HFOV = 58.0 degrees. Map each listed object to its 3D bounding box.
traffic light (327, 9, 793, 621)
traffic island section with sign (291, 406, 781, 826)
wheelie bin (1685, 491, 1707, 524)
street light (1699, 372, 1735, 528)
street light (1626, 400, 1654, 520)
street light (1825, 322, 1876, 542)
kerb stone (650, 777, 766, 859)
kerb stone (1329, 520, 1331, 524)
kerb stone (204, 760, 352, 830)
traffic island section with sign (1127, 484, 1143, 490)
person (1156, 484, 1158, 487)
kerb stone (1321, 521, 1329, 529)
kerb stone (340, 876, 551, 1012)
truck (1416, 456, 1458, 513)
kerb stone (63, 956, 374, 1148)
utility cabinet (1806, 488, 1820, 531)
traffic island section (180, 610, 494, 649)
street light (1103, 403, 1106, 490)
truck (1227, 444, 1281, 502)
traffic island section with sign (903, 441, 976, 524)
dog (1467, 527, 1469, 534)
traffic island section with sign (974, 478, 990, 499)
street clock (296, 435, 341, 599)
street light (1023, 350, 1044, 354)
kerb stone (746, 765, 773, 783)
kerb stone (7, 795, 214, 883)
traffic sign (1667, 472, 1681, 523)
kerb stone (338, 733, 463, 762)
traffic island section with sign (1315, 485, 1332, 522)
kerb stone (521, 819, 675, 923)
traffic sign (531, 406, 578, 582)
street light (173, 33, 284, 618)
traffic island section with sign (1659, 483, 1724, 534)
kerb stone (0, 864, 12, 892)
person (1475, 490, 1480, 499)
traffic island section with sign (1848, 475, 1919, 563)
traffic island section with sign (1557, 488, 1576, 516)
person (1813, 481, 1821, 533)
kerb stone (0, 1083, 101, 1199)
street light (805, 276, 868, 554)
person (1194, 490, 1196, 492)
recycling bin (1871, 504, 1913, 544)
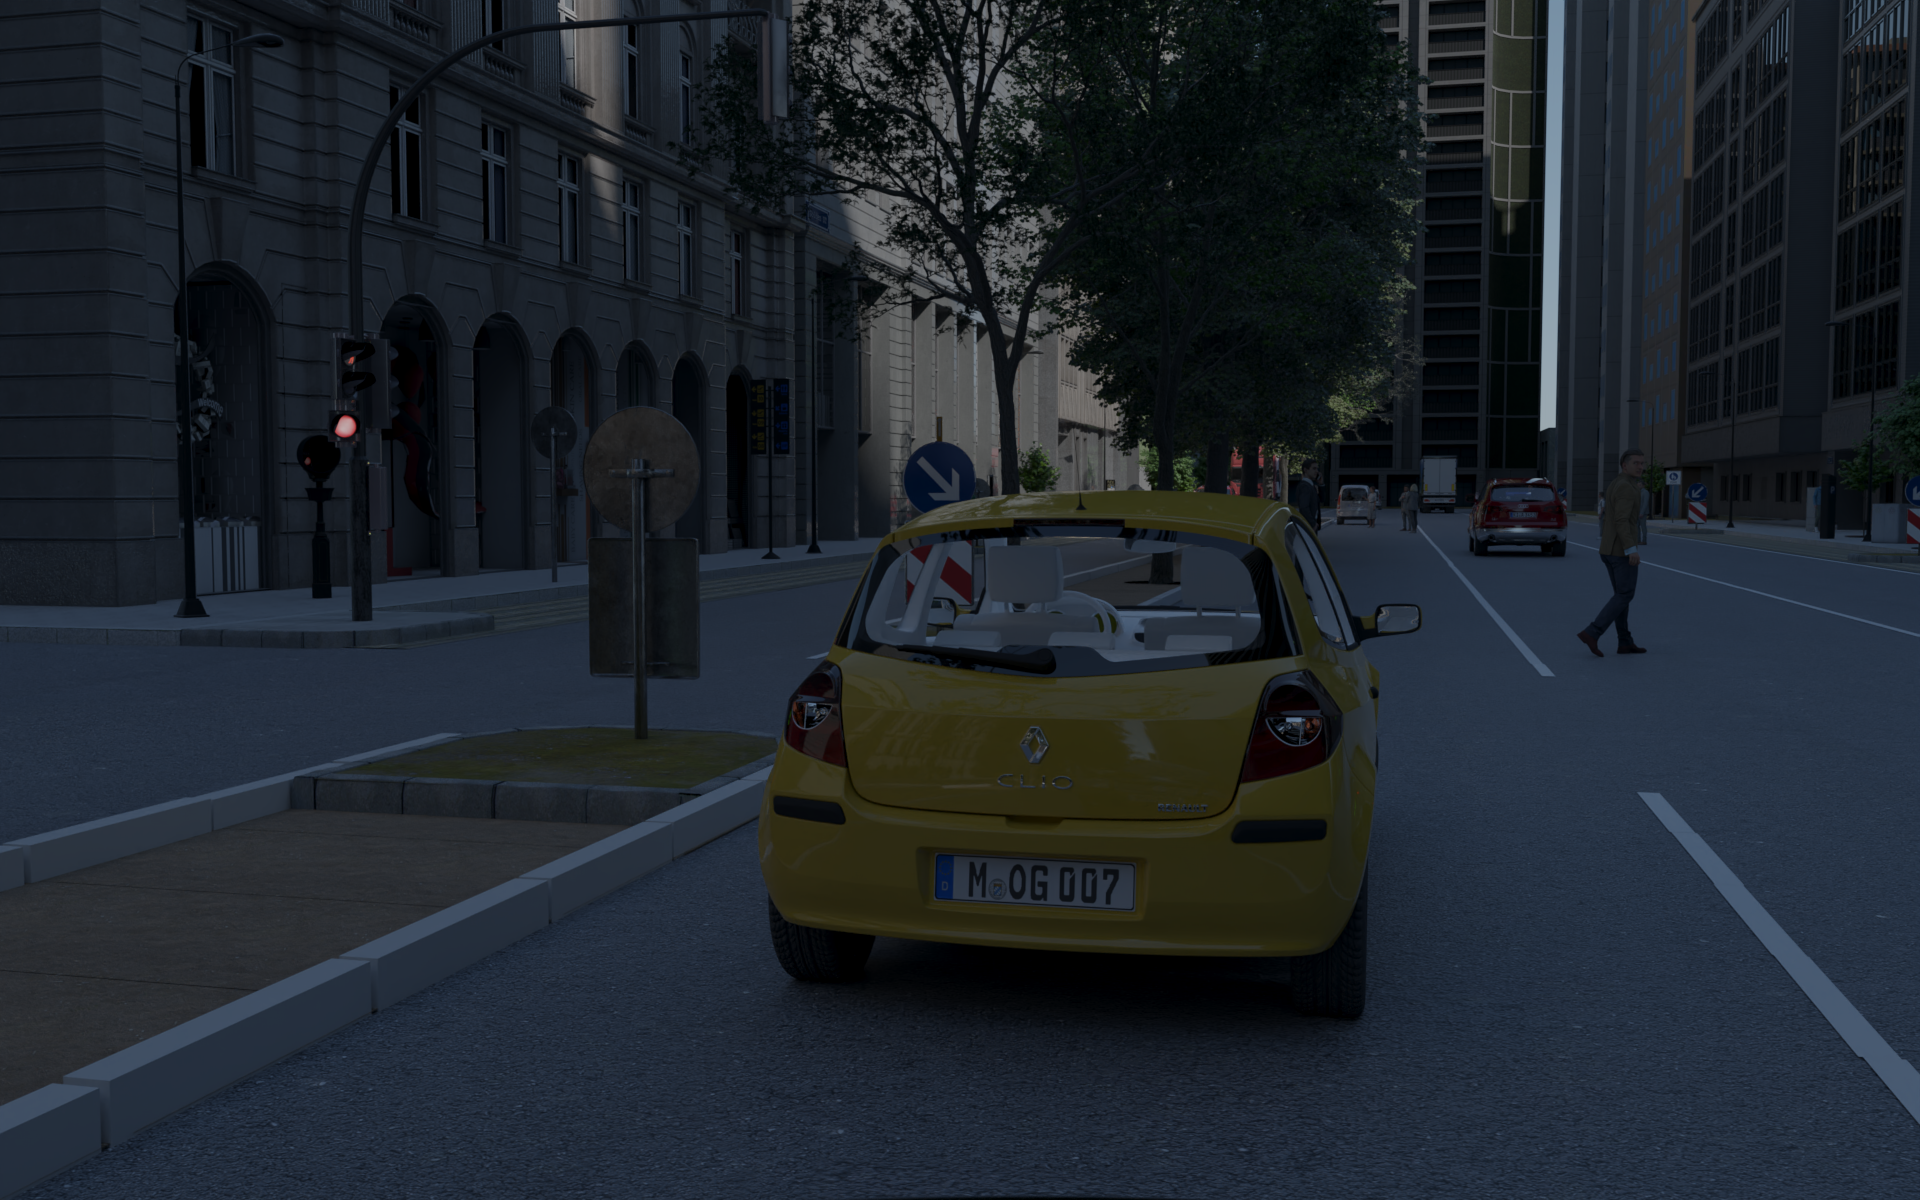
[{"bbox_3d":[-3.983,-2.584,16.920,4.771,5.953,1.251,1,4,14],"label":"traffic light"},{"bbox_3d":[-1.819,-0.022,8.498,2.006,1.907,1.989,1,4,14],"label":"traffic island section with sign"},{"bbox_3d":[31.420,-4.043,74.014,0.980,1.594,0.693,-3,5,-42],"label":"wheelie bin"},{"bbox_3d":[28.751,-5.702,65.766,1.470,5.913,1.316,1,4,14],"label":"street light"},{"bbox_3d":[33.414,-6.883,85.073,1.470,5.913,1.316,1,4,14],"label":"street light"},{"bbox_3d":[23.975,-4.534,46.668,1.470,5.913,1.316,1,4,14],"label":"street light"},{"bbox_3d":[-1.058,0.913,7.274,0.120,0.150,1.000,1,4,14],"label":"kerb stone"},{"bbox_3d":[16.610,-3.442,78.473,0.120,0.150,1.000,1,4,14],"label":"kerb stone"},{"bbox_3d":[-3.094,0.888,7.822,0.120,0.150,1.000,1,4,14],"label":"kerb stone"},{"bbox_3d":[6.918,-3.660,68.474,1.989,1.847,2.006,1,4,14],"label":"traffic island section with sign"},{"bbox_3d":[10.721,-5.333,93.237,0.705,1.824,1.348,2,4,24],"label":"person"},{"bbox_3d":[16.113,-3.320,76.477,0.120,0.150,1.000,1,4,14],"label":"kerb stone"},{"bbox_3d":[-1.547,1.035,5.286,0.120,0.150,1.000,1,4,14],"label":"kerb stone"},{"bbox_3d":[36.374,-8.757,132.085,2.839,4.237,11.283,1,4,13],"label":"truck"},{"bbox_3d":[-1.797,1.095,4.288,0.120,0.150,1.000,1,4,14],"label":"kerb stone"},{"bbox_3d":[29.218,-3.079,59.026,0.318,1.500,1.173,3,5,44],"label":"utility cabinet"},{"bbox_3d":[-6.071,0.290,17.533,2.009,0.180,2.903,1,4,14],"label":"traffic island section"},{"bbox_3d":[6.828,-6.286,75.322,1.470,5.913,1.316,1,4,14],"label":"street light"},{"bbox_3d":[16.643,-6.587,96.615,2.839,4.237,11.283,1,4,14],"label":"truck"},{"bbox_3d":[-0.025,-0.462,15.686,2.006,1.907,1.989,1,4,14],"label":"traffic island section with sign"},{"bbox_3d":[18.707,-2.819,62.928,0.513,0.831,0.800,1,4,21],"label":"dog"},{"bbox_3d":[0.344,-2.041,42.002,1.989,1.847,2.006,1,4,14],"label":"traffic island section with sign"},{"bbox_3d":[-7.858,-1.021,21.270,0.471,2.002,0.358,-3,4,-36],"label":"street clock"},{"bbox_3d":[2.026,-5.119,56.239,1.470,5.913,1.316,1,4,14],"label":"street light"},{"bbox_3d":[-0.810,0.852,8.266,0.120,0.150,1.000,1,4,14],"label":"kerb stone"},{"bbox_3d":[-3.333,0.940,6.827,0.120,0.150,1.000,1,4,14],"label":"kerb stone"},{"bbox_3d":[31.696,-4.578,76.972,0.606,2.300,0.079,1,4,21],"label":"traffic sign"},{"bbox_3d":[-2.845,0.821,8.818,0.120,0.150,1.000,1,4,14],"label":"kerb stone"},{"bbox_3d":[18.063,-4.923,88.623,2.006,1.907,1.989,1,4,14],"label":"traffic island section with sign"},{"bbox_3d":[-1.301,0.973,6.282,0.120,0.150,1.000,1,4,14],"label":"kerb stone"},{"bbox_3d":[-5.897,-1.530,25.116,0.768,2.556,0.104,1,4,18],"label":"traffic sign"},{"bbox_3d":[-7.498,-2.766,17.766,1.470,5.913,1.316,1,4,14],"label":"street light"},{"bbox_3d":[26.408,-3.302,62.613,1.989,1.847,2.006,1,4,14],"label":"traffic island section with sign"},{"bbox_3d":[-3.583,1.001,5.829,0.120,0.150,1.000,1,4,14],"label":"kerb stone"},{"bbox_3d":[36.767,-6.952,122.840,0.621,1.740,0.551,0,4,-6],"label":"person"},{"bbox_3d":[19.904,-1.702,36.451,1.989,1.847,2.006,1,4,14],"label":"traffic island section with sign"},{"bbox_3d":[38.490,-6.282,111.343,1.989,1.847,2.006,1,4,14],"label":"traffic island section with sign"},{"bbox_3d":[28.306,-3.091,56.919,0.601,1.785,0.444,0,4,3],"label":"person"},{"bbox_3d":[-2.047,1.163,3.295,0.120,0.150,1.000,1,4,14],"label":"kerb stone"},{"bbox_3d":[-2.631,-3.950,37.120,1.470,5.913,1.316,1,4,14],"label":"street light"},{"bbox_3d":[14.829,-6.324,110.155,1.217,1.736,0.721,1,4,18],"label":"person"},{"bbox_3d":[24.323,-1.996,45.184,0.722,1.027,0.722,-2,4,-32],"label":"recycling bin"}]
